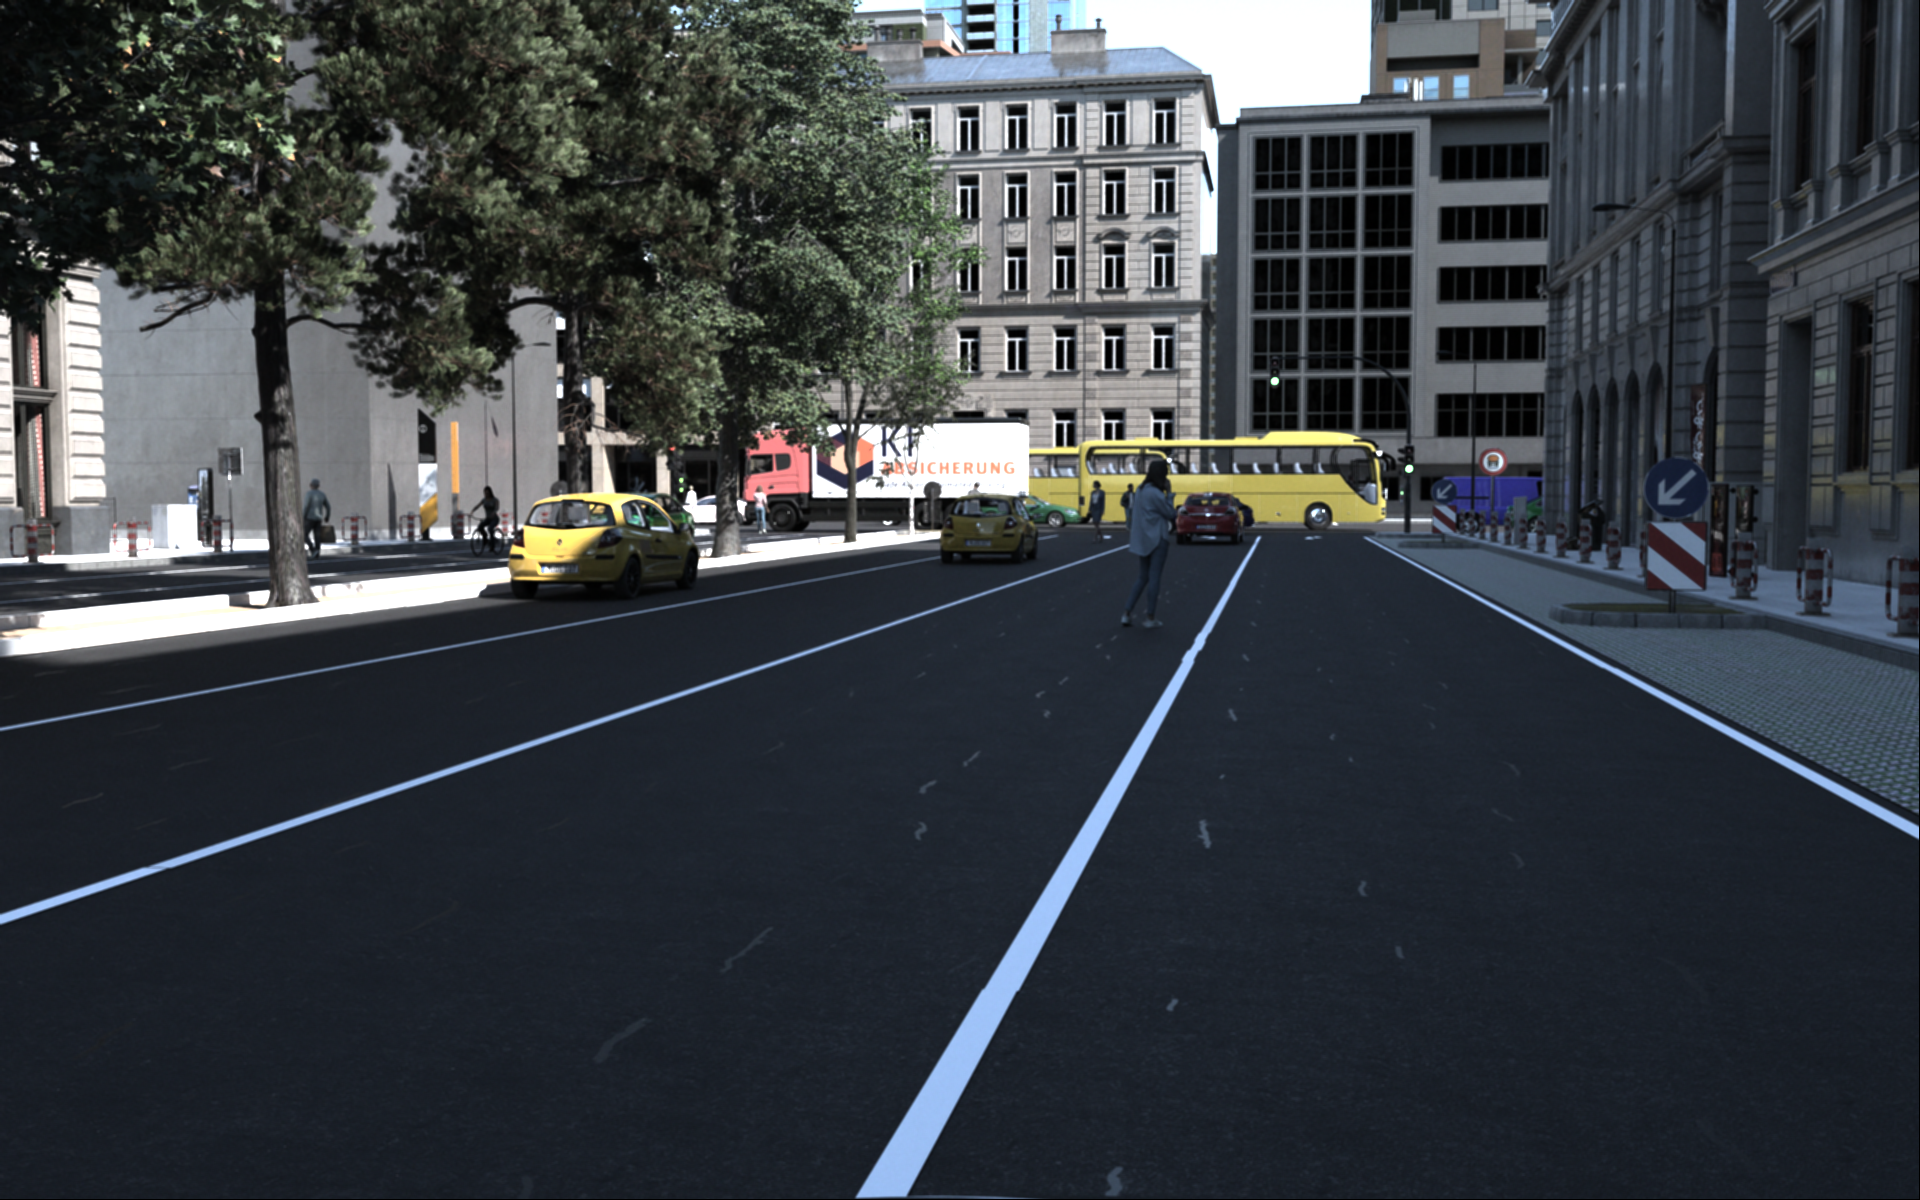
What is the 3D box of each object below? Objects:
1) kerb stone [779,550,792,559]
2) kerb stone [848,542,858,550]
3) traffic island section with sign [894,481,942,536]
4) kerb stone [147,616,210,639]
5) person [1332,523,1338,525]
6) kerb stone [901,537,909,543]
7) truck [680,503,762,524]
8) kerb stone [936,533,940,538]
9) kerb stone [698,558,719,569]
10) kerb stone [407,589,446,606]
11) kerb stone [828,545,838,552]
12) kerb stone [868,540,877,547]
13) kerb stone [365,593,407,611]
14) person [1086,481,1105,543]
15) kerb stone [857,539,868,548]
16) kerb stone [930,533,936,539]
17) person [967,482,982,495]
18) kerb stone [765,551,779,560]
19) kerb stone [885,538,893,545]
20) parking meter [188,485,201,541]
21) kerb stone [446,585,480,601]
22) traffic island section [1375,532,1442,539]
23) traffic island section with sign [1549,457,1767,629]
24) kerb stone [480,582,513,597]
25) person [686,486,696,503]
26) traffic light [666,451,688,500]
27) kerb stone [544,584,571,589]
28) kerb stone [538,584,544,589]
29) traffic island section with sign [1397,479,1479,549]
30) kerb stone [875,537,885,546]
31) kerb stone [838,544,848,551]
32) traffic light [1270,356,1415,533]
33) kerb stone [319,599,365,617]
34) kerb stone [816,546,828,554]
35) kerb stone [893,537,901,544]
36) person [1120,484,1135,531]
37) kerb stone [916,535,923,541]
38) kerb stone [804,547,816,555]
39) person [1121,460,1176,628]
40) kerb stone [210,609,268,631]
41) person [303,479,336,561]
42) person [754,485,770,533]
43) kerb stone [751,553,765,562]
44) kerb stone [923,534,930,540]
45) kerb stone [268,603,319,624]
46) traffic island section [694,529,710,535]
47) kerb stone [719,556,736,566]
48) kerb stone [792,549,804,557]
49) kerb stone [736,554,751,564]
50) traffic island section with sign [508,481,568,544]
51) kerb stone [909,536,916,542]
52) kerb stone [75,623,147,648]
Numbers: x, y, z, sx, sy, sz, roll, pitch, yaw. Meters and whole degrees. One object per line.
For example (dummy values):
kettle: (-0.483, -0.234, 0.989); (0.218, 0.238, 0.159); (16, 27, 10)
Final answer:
kerb stone: (-4.014, -1.011, 38.808); (0.120, 0.150, 1.000); (1, 4, 11)
kerb stone: (-2.882, -1.385, 44.873); (0.120, 0.150, 1.000); (1, 4, 11)
traffic island section with sign: (-1.083, -3.179, 60.114); (2.006, 1.907, 1.989); (1, 4, 11)
kerb stone: (-7.998, 0.286, 17.568); (0.120, 0.150, 1.000); (1, 4, 11)
person: (17.412, -4.379, 80.440); (0.444, 1.785, 0.601); (0, 4, 3)
kerb stone: (-1.744, -1.759, 50.949); (0.120, 0.150, 1.000); (1, 4, 11)
truck: (-18.945, -5.750, 83.770); (18.799, 4.110, 2.967); (1, 4, 9)
kerb stone: (-0.801, -2.068, 55.999); (0.120, 0.150, 1.000); (1, 4, 11)
kerb stone: (-4.963, -0.707, 33.760); (0.120, 0.150, 1.000); (1, 4, 11)
kerb stone: (-7.040, -0.025, 22.611); (0.120, 0.150, 1.000); (1, 4, 11)
kerb stone: (-3.267, -1.262, 42.857); (0.120, 0.150, 1.000); (1, 4, 11)
kerb stone: (-2.502, -1.506, 46.896); (0.120, 0.150, 1.000); (1, 4, 11)
kerb stone: (-7.234, 0.042, 21.600); (0.120, 0.150, 1.000); (1, 4, 11)
person: (4.074, -2.599, 51.021); (0.654, 1.822, 0.581); (-3, 4, -39)
kerb stone: (-2.686, -1.449, 45.884); (0.120, 0.150, 1.000); (1, 4, 11)
kerb stone: (-0.992, -2.006, 54.991); (0.120, 0.150, 1.000); (1, 4, 11)
person: (0.448, -3.282, 61.960); (0.655, 1.846, 0.447); (-1, 4, -21)
kerb stone: (-4.202, -0.954, 37.799); (0.120, 0.150, 1.000); (1, 4, 11)
kerb stone: (-2.127, -1.635, 48.922); (0.120, 0.150, 1.000); (1, 4, 11)
parking meter: (-20.779, -2.366, 47.098); (0.372, 1.533, 0.369); (0, 3, 0)
kerb stone: (-6.865, -0.085, 23.632); (0.120, 0.150, 1.000); (1, 4, 11)
traffic island section: (14.715, -2.119, 56.926); (2.009, 0.180, 2.903); (1, 4, 11)
traffic island section with sign: (7.688, -0.653, 19.299); (1.989, 1.847, 2.006); (1, 4, 11)
kerb stone: (-6.668, -0.149, 24.639); (0.120, 0.150, 1.000); (1, 4, 11)
person: (-13.277, -4.740, 85.885); (0.818, 1.842, 0.514); (1, 4, 17)
traffic light: (-10.109, -4.434, 61.423); (0.839, 4.253, 0.868); (1, 4, 11)
kerb stone: (-6.285, -0.273, 26.662); (0.120, 0.150, 1.000); (1, 4, 11)
kerb stone: (-6.474, -0.212, 25.654); (0.120, 0.150, 1.000); (1, 4, 11)
traffic island section with sign: (12.708, -2.292, 46.109); (1.989, 1.847, 2.006); (1, 4, 11)
kerb stone: (-2.316, -1.572, 47.905); (0.120, 0.150, 1.000); (1, 4, 11)
kerb stone: (-3.071, -1.323, 43.864); (0.120, 0.150, 1.000); (1, 4, 11)
traffic light: (12.605, -5.039, 57.063); (4.771, 5.953, 1.251); (1, 4, 11)
kerb stone: (-7.422, 0.098, 20.591); (0.120, 0.150, 1.000); (1, 4, 11)
kerb stone: (-3.449, -1.202, 41.847); (0.120, 0.150, 1.000); (1, 4, 11)
kerb stone: (-1.930, -1.697, 49.939); (0.120, 0.150, 1.000); (1, 4, 11)
person: (6.518, -3.516, 65.972); (0.794, 1.824, 0.713); (0, 4, -5)
kerb stone: (-1.363, -1.881, 52.969); (0.120, 0.150, 1.000); (1, 4, 11)
kerb stone: (-3.639, -1.136, 40.839); (0.120, 0.150, 1.000); (1, 4, 11)
person: (2.020, -0.604, 18.638); (0.793, 1.790, 0.793); (2, 4, 32)
kerb stone: (-7.798, 0.226, 18.574); (0.120, 0.150, 1.000); (1, 4, 11)
person: (-13.937, -1.754, 37.659); (0.515, 1.767, 0.782); (2, 4, 29)
person: (-7.232, -3.297, 62.998); (0.593, 1.750, 0.643); (0, 4, 2)
kerb stone: (-4.396, -0.892, 36.786); (0.120, 0.150, 1.000); (1, 4, 11)
kerb stone: (-1.174, -1.942, 53.980); (0.120, 0.150, 1.000); (1, 4, 11)
kerb stone: (-7.610, 0.160, 19.583); (0.120, 0.150, 1.000); (1, 4, 11)
traffic island section: (-10.146, -2.403, 61.565); (2.009, 0.180, 2.903); (1, 4, 11)
kerb stone: (-4.768, -0.761, 34.768); (0.120, 0.150, 1.000); (1, 4, 11)
kerb stone: (-3.828, -1.078, 39.821); (0.120, 0.150, 1.000); (1, 4, 11)
kerb stone: (-4.576, -0.831, 35.776); (0.120, 0.150, 1.000); (1, 4, 11)
traffic island section with sign: (-11.857, -2.565, 50.571); (1.989, 1.847, 2.006); (1, 4, 11)
kerb stone: (-1.562, -1.819, 51.958); (0.120, 0.150, 1.000); (1, 4, 11)
kerb stone: (-8.178, 0.345, 16.557); (0.120, 0.150, 1.000); (1, 4, 11)
